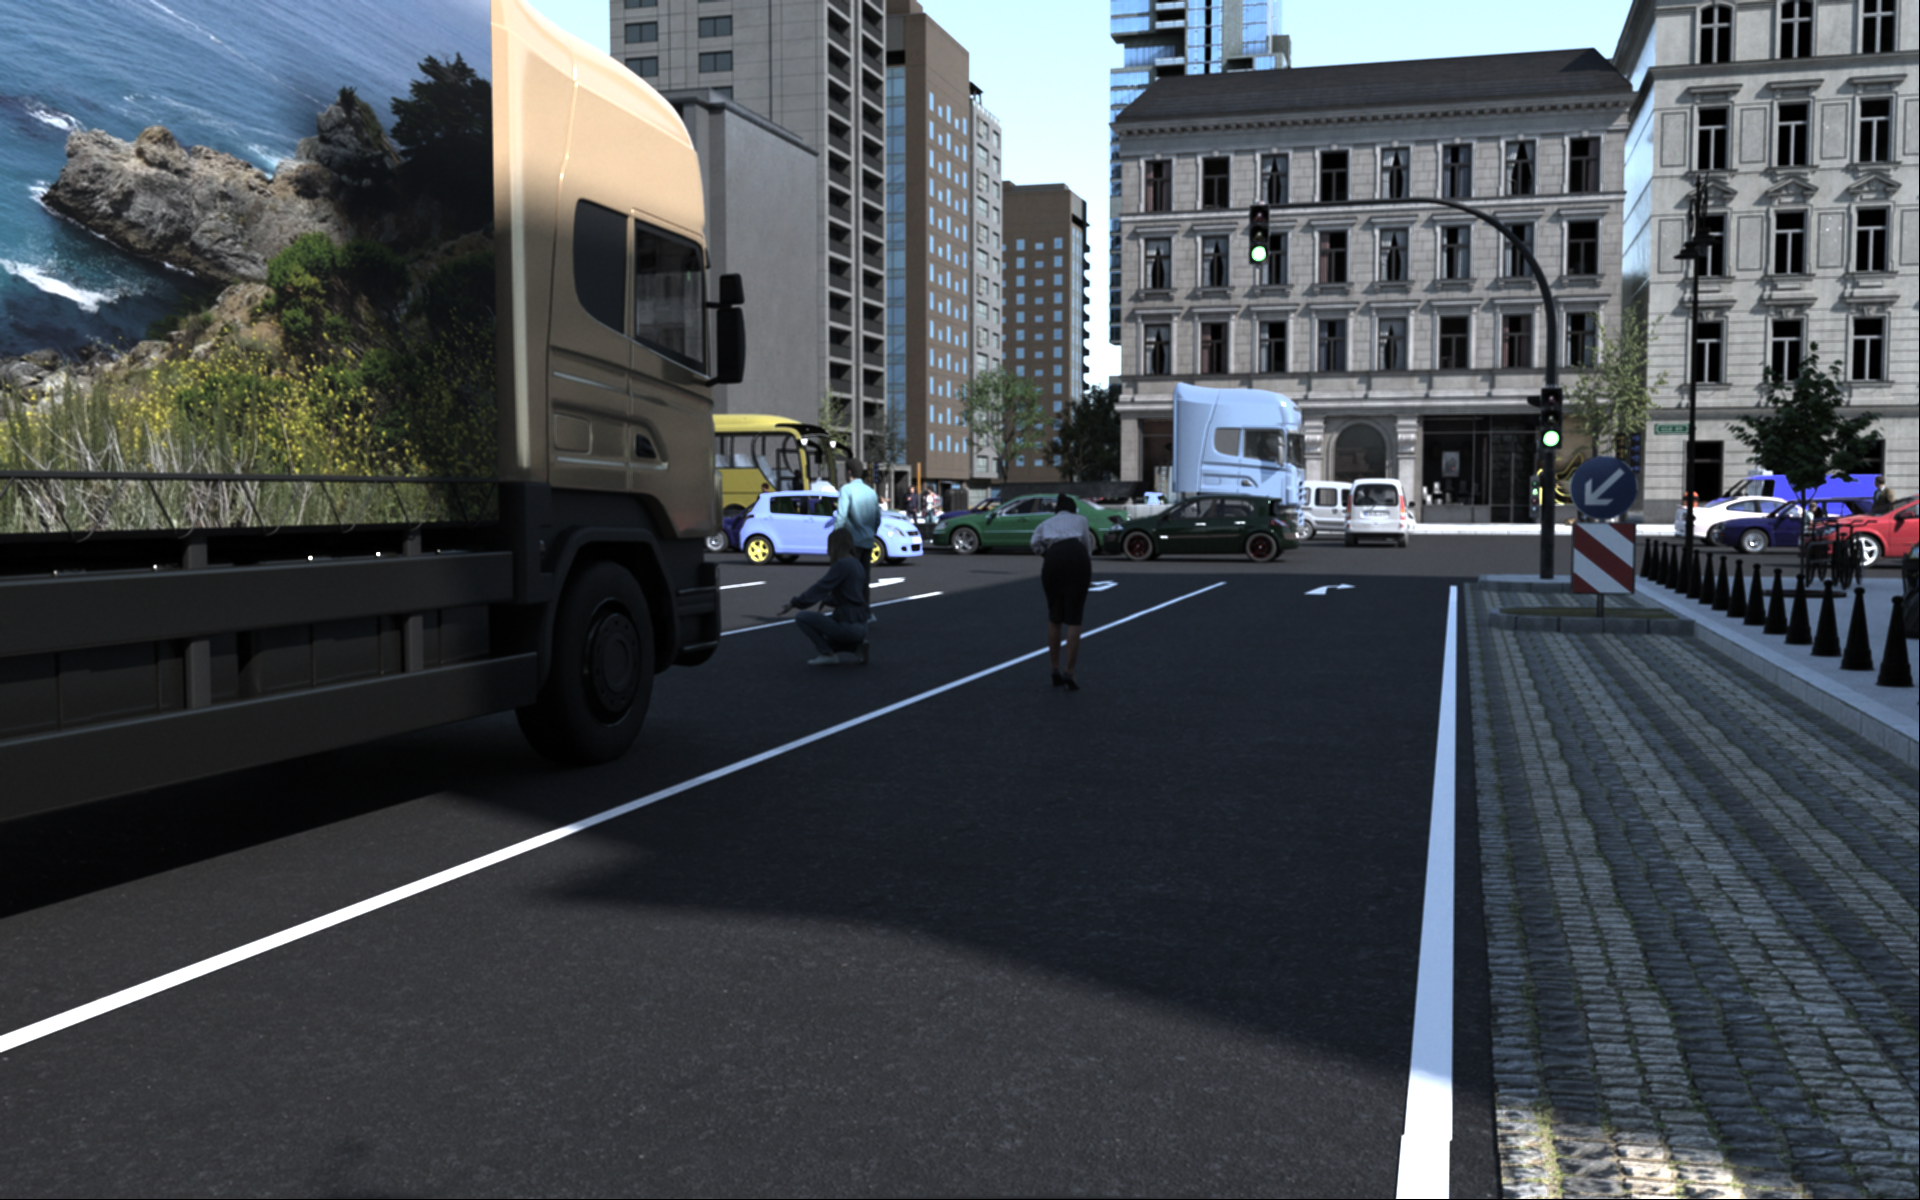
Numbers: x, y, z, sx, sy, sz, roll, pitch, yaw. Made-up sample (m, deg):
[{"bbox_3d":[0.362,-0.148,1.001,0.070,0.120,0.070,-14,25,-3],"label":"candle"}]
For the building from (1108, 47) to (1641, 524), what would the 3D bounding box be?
[{"bbox_3d":[9.669,-14.103,81.493,40.483,20.767,10.553,1,4,16],"label":"building"}]

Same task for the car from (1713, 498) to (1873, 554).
[{"bbox_3d":[20.240,-1.772,41.560,3.894,1.354,1.945,1,4,17],"label":"car"}]

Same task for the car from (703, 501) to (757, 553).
[{"bbox_3d":[-4.569,-1.830,42.494,3.894,1.354,1.945,1,4,15],"label":"car"}]

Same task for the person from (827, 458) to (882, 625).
[{"bbox_3d":[-1.084,-0.618,18.618,0.620,1.820,0.660,3,4,37],"label":"person"}]

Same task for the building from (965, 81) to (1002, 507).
[{"bbox_3d":[-3.428,-30.101,175.745,14.086,41.232,14.154,1,4,16],"label":"building"}]

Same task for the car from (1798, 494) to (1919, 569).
[{"bbox_3d":[18.734,-1.503,33.614,4.494,1.783,2.155,1,4,14],"label":"car"}]

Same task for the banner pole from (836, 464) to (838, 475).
[{"bbox_3d":[-8.699,-7.939,119.815,0.401,3.779,0.863,-3,4,-38],"label":"banner pole"}]

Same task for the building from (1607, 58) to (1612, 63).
[{"bbox_3d":[89.795,-42.095,230.244,28.212,58.520,21.231,1,4,16],"label":"building"}]

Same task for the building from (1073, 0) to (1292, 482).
[{"bbox_3d":[33.733,-57.029,245.096,31.000,86.520,22.319,1,4,16],"label":"building"}]

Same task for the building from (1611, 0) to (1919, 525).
[{"bbox_3d":[51.432,-18.163,73.386,44.131,29.872,17.030,1,4,16],"label":"building"}]

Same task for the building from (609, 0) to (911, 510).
[{"bbox_3d":[-15.222,-43.203,144.614,20.563,71.187,20.611,1,4,16],"label":"building"}]

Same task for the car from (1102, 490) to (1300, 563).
[{"bbox_3d":[5.179,-1.680,37.253,4.222,1.686,2.009,1,4,16],"label":"car"}]

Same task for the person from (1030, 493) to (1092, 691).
[{"bbox_3d":[0.803,-0.075,12.918,0.628,1.438,0.799,-2,4,-26],"label":"person"}]

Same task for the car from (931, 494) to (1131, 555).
[{"bbox_3d":[1.718,-1.802,41.264,4.920,1.459,2.131,1,4,15],"label":"car"}]

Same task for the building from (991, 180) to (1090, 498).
[{"bbox_3d":[10.341,-36.630,249.002,14.200,45.320,14.600,1,4,16],"label":"building"}]

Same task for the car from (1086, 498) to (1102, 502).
[{"bbox_3d":[4.759,-3.259,62.325,2.155,1.783,4.494,1,4,14],"label":"car"}]

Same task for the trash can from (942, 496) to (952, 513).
[{"bbox_3d":[-0.910,-6.563,118.958,0.748,1.137,0.748,0,3,0],"label":"trash can"}]

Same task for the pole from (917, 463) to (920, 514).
[{"bbox_3d":[-2.679,-7.254,112.439,0.158,3.312,0.155,0,3,0],"label":"pole"}]

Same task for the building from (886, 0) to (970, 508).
[{"bbox_3d":[-7.672,-31.266,161.315,14.600,45.320,14.200,1,4,16],"label":"building"}]

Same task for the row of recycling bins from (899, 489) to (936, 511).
[{"bbox_3d":[-3.252,-7.560,130.713,3.534,1.692,1.069,3,5,42],"label":"row of recycling bins"}]

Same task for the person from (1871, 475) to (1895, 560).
[{"bbox_3d":[20.197,-1.808,37.980,0.836,1.842,0.656,-3,5,-44],"label":"person"}]

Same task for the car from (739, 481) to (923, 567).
[{"bbox_3d":[-2.603,-1.569,35.248,3.694,1.707,1.945,1,4,16],"label":"car"}]

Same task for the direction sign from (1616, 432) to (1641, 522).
[{"bbox_3d":[24.650,-4.402,63.977,0.876,3.537,0.379,3,5,39],"label":"direction sign"}]

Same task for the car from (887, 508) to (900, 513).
[{"bbox_3d":[-4.477,-3.288,65.550,4.920,1.459,2.131,1,4,17],"label":"car"}]

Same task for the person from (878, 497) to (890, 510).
[{"bbox_3d":[-2.639,-2.950,60.638,0.435,1.345,0.340,-2,4,-28],"label":"person"}]

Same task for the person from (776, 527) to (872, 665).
[{"bbox_3d":[-1.150,-0.034,14.557,0.738,1.151,1.012,2,4,28],"label":"person"}]

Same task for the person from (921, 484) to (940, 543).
[{"bbox_3d":[-0.853,-2.555,51.113,0.563,1.720,0.643,1,4,15],"label":"person"}]

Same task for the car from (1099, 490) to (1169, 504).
[{"bbox_3d":[5.248,-2.902,57.038,3.694,1.707,1.945,1,4,18],"label":"car"}]

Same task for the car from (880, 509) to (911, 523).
[{"bbox_3d":[-3.811,-2.750,56.967,4.499,1.417,2.014,1,4,18],"label":"car"}]

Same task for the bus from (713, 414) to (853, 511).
[{"bbox_3d":[-9.622,-3.863,54.706,12.252,3.916,2.896,1,4,16],"label":"bus"}]

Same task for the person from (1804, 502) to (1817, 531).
[{"bbox_3d":[19.414,-1.617,39.625,0.352,1.250,0.332,3,4,37],"label":"person"}]

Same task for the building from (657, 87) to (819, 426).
[{"bbox_3d":[-24.200,-16.792,93.617,30.058,24.678,14.314,1,4,16],"label":"building"}]

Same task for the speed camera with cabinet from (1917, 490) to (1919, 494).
[{"bbox_3d":[37.678,-4.409,66.427,2.038,3.252,0.660,-1,4,-22],"label":"speed camera with cabinet"}]

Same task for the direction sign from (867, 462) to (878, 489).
[{"bbox_3d":[-6.140,-7.948,121.954,0.876,3.537,0.379,2,4,25],"label":"direction sign"}]

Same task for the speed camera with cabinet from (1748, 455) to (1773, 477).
[{"bbox_3d":[30.229,-4.269,64.137,0.660,3.252,2.038,-2,4,-28],"label":"speed camera with cabinet"}]

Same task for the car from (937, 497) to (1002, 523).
[{"bbox_3d":[1.242,-2.863,59.387,3.894,1.354,1.945,1,4,14],"label":"car"}]

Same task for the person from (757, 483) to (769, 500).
[{"bbox_3d":[-5.419,-2.390,48.284,0.576,1.737,0.504,-2,4,-34],"label":"person"}]

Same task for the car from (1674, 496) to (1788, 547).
[{"bbox_3d":[22.208,-2.153,47.564,4.827,1.381,2.083,1,4,14],"label":"car"}]

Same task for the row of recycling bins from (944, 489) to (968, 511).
[{"bbox_3d":[-0.234,-7.503,129.789,1.069,1.692,3.534,1,4,20],"label":"row of recycling bins"}]

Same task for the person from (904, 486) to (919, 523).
[{"bbox_3d":[-1.694,-3.128,60.555,0.541,1.710,0.530,2,4,26],"label":"person"}]
